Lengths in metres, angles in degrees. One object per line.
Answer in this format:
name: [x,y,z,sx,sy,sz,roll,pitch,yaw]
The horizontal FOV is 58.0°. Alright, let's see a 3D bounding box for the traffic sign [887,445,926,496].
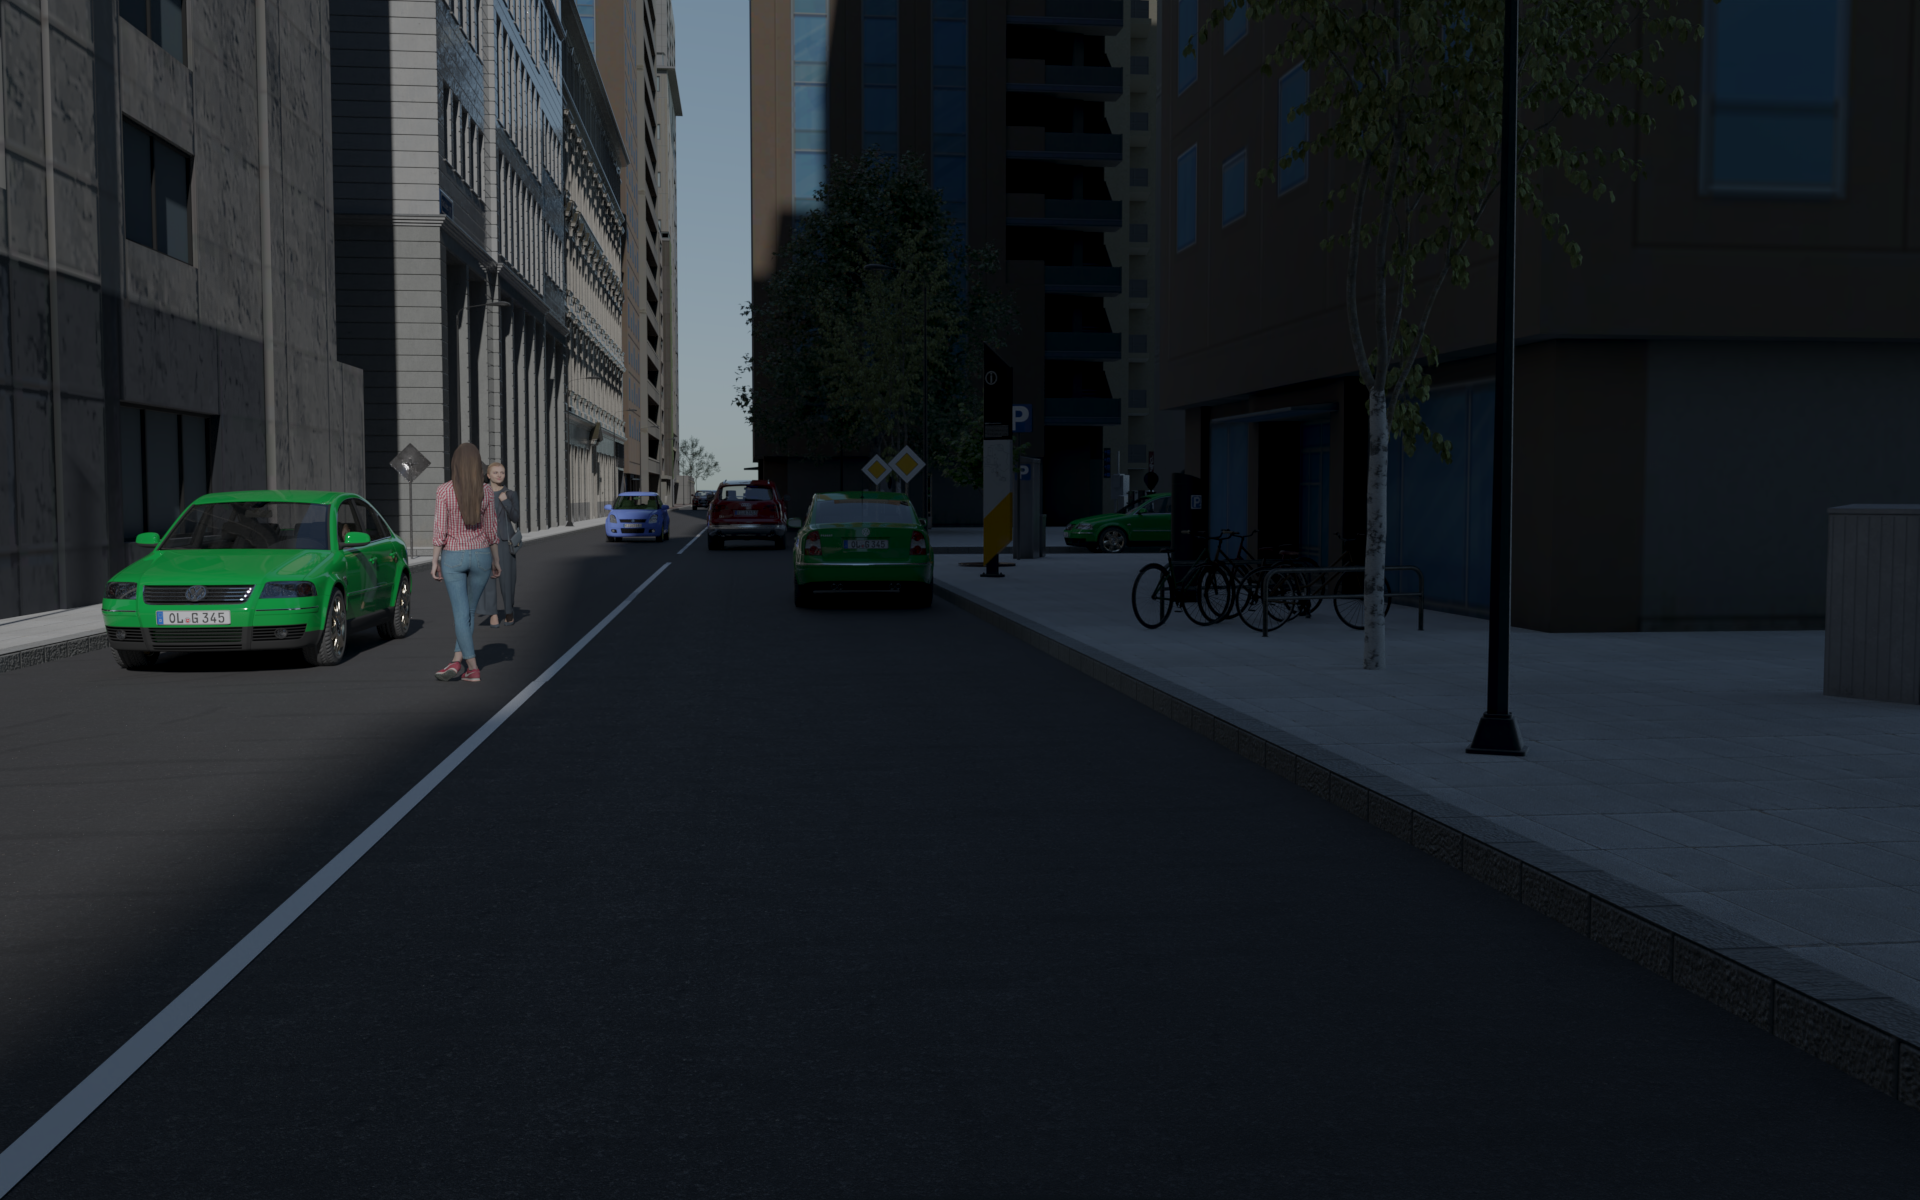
traffic sign: [-1.084,-1.935,35.279,0.795,2.450,0.064,0,4,-7]

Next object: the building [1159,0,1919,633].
building: [11.110,-22.747,22.024,14.600,45.320,14.200,0,4,-7]

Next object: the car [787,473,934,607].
car: [-1.367,-0.898,23.477,1.959,1.807,4.718,0,4,-5]

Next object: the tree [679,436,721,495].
tree: [-41.735,-20.684,272.598,8.767,10.594,7.601,0,4,-6]

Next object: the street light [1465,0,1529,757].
street light: [2.140,-2.193,8.392,1.470,5.913,1.316,0,4,-7]

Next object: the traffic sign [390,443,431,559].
traffic sign: [-10.806,-1.862,34.090,0.795,2.450,0.064,0,4,-7]

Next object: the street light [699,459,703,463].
street light: [-34.795,-15.554,226.852,1.470,5.913,1.316,0,4,-7]

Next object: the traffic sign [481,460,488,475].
traffic sign: [-11.795,-2.347,42.014,0.795,2.450,0.064,0,4,-7]

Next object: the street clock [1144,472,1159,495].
street clock: [6.203,-3.160,56.232,0.471,2.002,0.358,1,4,12]

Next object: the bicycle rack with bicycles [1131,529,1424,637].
bicycle rack with bicycles: [2.967,-0.206,16.747,2.925,0.926,2.852,-2,4,-24]

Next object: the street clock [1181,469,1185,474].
street clock: [6.523,-2.749,49.512,0.471,2.002,0.358,-1,4,-13]

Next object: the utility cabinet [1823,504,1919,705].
utility cabinet: [5.879,0.031,10.654,0.306,1.237,1.020,-2,4,-32]

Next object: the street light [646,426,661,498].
street light: [-21.190,-8.885,117.812,1.470,5.913,1.316,0,4,-7]

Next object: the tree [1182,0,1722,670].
tree: [3.280,-3.797,12.441,4.737,8.622,4.395,0,3,0]

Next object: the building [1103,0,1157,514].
building: [0.484,-27.494,104.157,22.147,44.769,28.867,0,4,-7]

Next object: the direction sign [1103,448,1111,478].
direction sign: [6.937,-5.679,84.847,0.876,3.537,0.379,0,4,2]

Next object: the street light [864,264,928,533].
street light: [-1.245,-3.833,35.210,1.470,5.913,1.316,0,4,-7]

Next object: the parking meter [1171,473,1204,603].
parking meter: [2.697,-0.746,20.610,0.372,1.533,0.369,0,3,0]

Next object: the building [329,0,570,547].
building: [-19.600,-16.965,54.878,11.434,29.767,29.804,0,4,-7]

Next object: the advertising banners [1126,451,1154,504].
advertising banners: [7.449,-4.587,71.192,0.090,3.025,2.074,-2,4,-28]

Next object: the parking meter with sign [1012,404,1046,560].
parking meter with sign: [1.345,-2.335,34.436,0.543,3.016,1.738,1,4,14]

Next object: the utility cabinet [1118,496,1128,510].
utility cabinet: [7.135,-3.886,74.694,0.306,1.237,1.020,2,4,27]

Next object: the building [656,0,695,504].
building: [-49.884,-49.963,255.152,20.563,71.187,20.611,0,4,-7]

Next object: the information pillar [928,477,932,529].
information pillar: [-1.177,-3.565,62.783,0.304,2.012,0.304,0,4,3]

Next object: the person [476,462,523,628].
person: [-5.017,-0.598,18.692,0.576,1.772,0.534,-1,4,-21]

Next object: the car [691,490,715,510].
car: [-23.119,-9.047,156.592,2.281,1.827,5.304,0,4,-6]

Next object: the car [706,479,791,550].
car: [-5.644,-2.296,46.210,2.281,1.827,5.304,0,4,-5]

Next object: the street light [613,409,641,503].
street light: [-18.324,-7.467,94.631,1.470,5.913,1.316,0,4,-7]

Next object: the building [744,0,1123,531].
building: [-1.724,-25.772,71.478,14.600,45.320,14.200,0,4,-7]

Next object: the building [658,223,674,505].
building: [-37.605,-25.103,182.142,14.160,30.474,14.107,0,4,-7]

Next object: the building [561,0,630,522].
building: [-27.172,-19.248,91.116,17.030,29.872,44.131,0,4,-7]

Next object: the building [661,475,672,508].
building: [-43.653,-28.749,161.931,32.217,40.220,23.993,0,4,-7]

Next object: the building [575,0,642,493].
building: [-30.091,-28.862,121.997,14.600,45.320,14.200,0,4,-7]

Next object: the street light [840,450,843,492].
street light: [-4.986,-5.652,64.956,1.470,5.913,1.316,0,4,-7]

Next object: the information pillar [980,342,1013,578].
information pillar: [0.571,-2.155,26.585,0.504,3.616,0.183,2,4,32]

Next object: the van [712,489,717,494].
van: [-24.809,-10.193,173.672,2.013,2.044,4.112,0,4,-6]

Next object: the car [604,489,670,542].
car: [-9.780,-2.633,52.638,1.945,1.707,3.694,0,4,-5]

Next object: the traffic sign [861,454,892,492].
traffic sign: [-2.073,-2.420,43.203,0.795,2.450,0.064,0,4,-7]

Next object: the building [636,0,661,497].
building: [-35.565,-31.535,139.298,21.300,48.544,21.600,0,4,-7]

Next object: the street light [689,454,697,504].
street light: [-31.465,-13.946,200.558,1.470,5.913,1.316,0,4,-7]

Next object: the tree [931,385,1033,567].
tree: [0.474,-2.223,30.949,1.663,3.219,1.824,0,3,0]

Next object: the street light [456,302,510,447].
street light: [-11.544,-4.240,41.863,1.470,5.913,1.316,0,4,-7]

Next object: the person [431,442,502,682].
person: [-3.761,-0.289,13.237,0.388,1.821,0.555,3,5,45]

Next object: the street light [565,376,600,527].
street light: [-14.891,-5.860,68.350,1.470,5.913,1.316,0,4,-7]

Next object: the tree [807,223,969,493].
tree: [-1.883,-5.868,46.312,4.737,8.622,4.395,0,3,0]

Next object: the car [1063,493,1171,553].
car: [4.825,-2.000,41.498,4.718,1.807,1.959,-1,4,-8]

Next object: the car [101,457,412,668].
car: [-6.220,-0.423,15.718,1.959,1.807,4.718,0,4,-7]

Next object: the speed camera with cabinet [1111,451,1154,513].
speed camera with cabinet: [7.938,-5.204,79.426,2.038,3.252,0.660,3,4,36]

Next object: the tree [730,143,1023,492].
tree: [-2.778,-8.543,56.685,9.611,12.733,9.660,0,3,0]

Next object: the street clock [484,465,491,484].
street clock: [-11.830,-2.358,43.123,0.358,2.002,0.471,0,4,-3]

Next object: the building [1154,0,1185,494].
building: [17.755,-26.464,56.391,21.600,48.544,21.300,0,4,-7]

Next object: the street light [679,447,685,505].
street light: [-27.747,-12.104,170.440,1.470,5.913,1.316,0,4,-7]

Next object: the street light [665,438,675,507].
street light: [-24.415,-10.494,144.119,1.470,5.913,1.316,0,4,-7]

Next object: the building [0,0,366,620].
building: [-20.693,-35.624,20.698,20.611,71.187,20.563,0,4,-7]

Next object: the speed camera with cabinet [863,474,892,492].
speed camera with cabinet: [-3.047,-4.279,64.299,0.660,3.252,2.038,1,4,13]

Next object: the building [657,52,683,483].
building: [-48.366,-37.990,210.373,28.713,52.752,27.495,0,4,-7]
